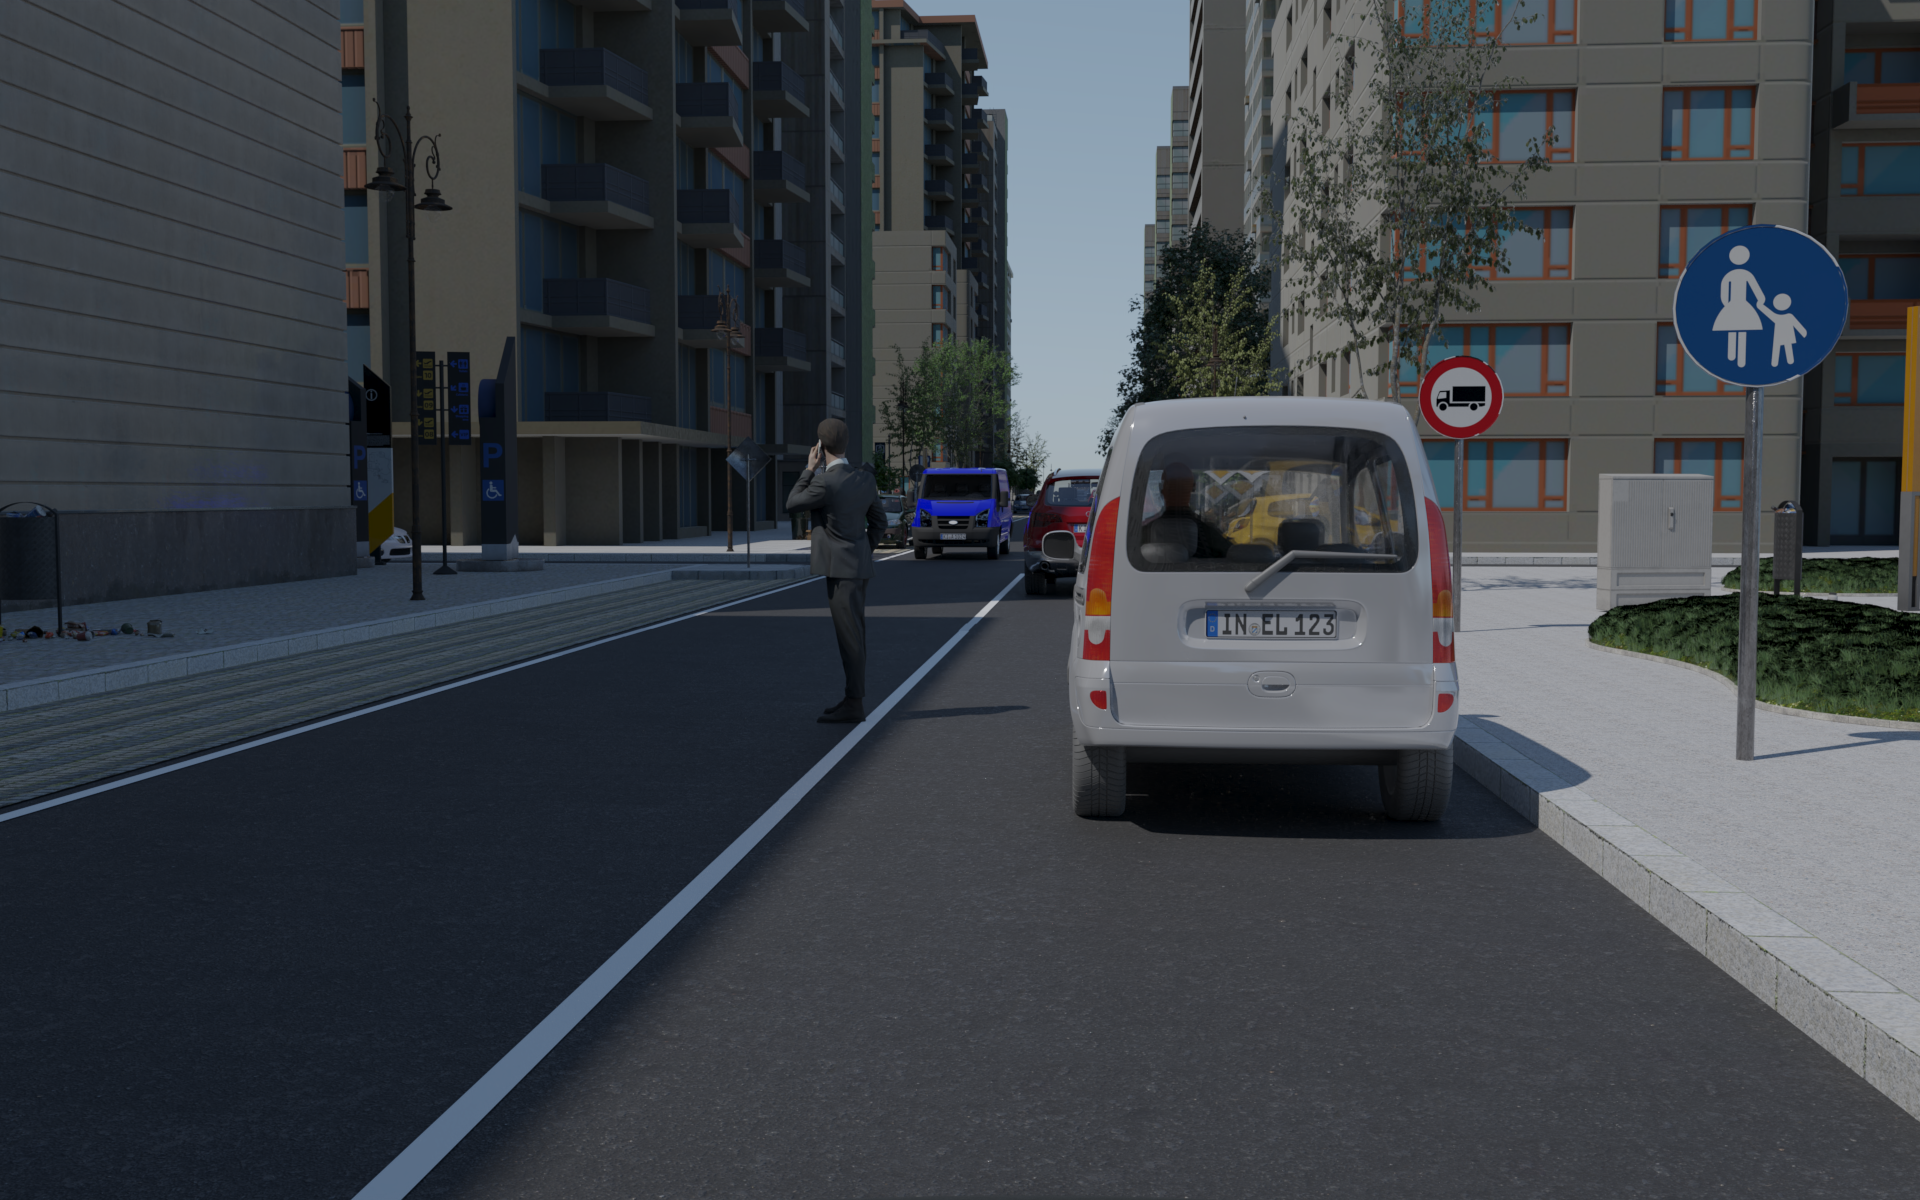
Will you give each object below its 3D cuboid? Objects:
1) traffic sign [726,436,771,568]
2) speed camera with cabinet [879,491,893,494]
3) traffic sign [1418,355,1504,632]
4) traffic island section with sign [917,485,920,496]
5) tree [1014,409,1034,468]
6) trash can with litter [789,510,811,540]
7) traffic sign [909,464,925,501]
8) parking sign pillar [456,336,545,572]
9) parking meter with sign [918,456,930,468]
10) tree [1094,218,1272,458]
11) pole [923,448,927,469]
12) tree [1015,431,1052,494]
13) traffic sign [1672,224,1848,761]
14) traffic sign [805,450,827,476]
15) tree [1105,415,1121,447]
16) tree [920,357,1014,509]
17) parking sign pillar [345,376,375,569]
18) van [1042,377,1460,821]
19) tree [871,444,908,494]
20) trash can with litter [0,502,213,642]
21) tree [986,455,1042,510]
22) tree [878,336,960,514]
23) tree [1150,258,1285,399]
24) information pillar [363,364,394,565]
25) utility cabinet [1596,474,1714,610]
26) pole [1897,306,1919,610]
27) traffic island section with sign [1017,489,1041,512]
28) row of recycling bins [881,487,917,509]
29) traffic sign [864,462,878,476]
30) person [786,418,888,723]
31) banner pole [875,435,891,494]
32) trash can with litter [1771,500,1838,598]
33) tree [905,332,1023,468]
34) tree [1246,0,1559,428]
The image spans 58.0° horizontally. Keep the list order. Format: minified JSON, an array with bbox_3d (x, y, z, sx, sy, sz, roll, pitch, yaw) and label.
[{"bbox_3d":[-3.676,-1.617,30.087,0.795,2.450,0.064,0,4,5],"label":"traffic sign"},{"bbox_3d":[-4.685,-7.106,110.525,0.660,3.252,2.038,2,4,32],"label":"speed camera with cabinet"},{"bbox_3d":[4.609,-0.973,16.015,0.768,2.556,0.104,0,4,5],"label":"traffic sign"},{"bbox_3d":[-1.161,-3.157,60.248,1.989,1.847,2.006,0,4,5],"label":"traffic island section with sign"},{"bbox_3d":[4.472,-12.276,151.067,4.360,8.622,3.978,0,3,0],"label":"tree"},{"bbox_3d":[-4.244,-2.254,48.236,1.055,1.170,0.624,2,4,34],"label":"trash can with litter"},{"bbox_3d":[-1.809,-4.503,73.728,0.768,2.556,0.104,1,4,9],"label":"traffic sign"},{"bbox_3d":[-7.737,-2.482,29.056,1.447,3.967,1.447,0,4,-6],"label":"parking sign pillar"},{"bbox_3d":[-1.524,-4.974,77.592,0.543,3.016,1.738,0,4,-6],"label":"parking meter with sign"},{"bbox_3d":[10.393,-9.484,72.077,9.611,12.733,9.660,0,3,0],"label":"tree"},{"bbox_3d":[-1.537,-5.035,76.170,0.158,3.312,0.155,0,3,0],"label":"pole"},{"bbox_3d":[8.492,-15.367,201.615,4.737,8.622,4.395,0,3,0],"label":"tree"},{"bbox_3d":[3.790,-0.500,8.286,0.768,2.556,0.104,1,4,14],"label":"traffic sign"},{"bbox_3d":[-3.005,-2.104,38.044,0.795,2.450,0.064,0,4,5],"label":"traffic sign"},{"bbox_3d":[20.058,-16.507,195.640,9.928,11.665,9.643,0,3,0],"label":"tree"},{"bbox_3d":[-0.155,-8.737,93.209,4.360,8.622,3.978,0,3,0],"label":"tree"},{"bbox_3d":[-10.973,-2.546,30.107,1.447,3.967,1.447,1,4,19],"label":"parking sign pillar"},{"bbox_3d":[1.418,-0.122,9.015,2.013,2.044,4.112,0,4,4],"label":"van"},{"bbox_3d":[-3.072,-4.373,66.096,1.663,3.219,1.824,0,3,0],"label":"tree"},{"bbox_3d":[-7.914,-0.268,15.437,2.233,1.210,1.678,-1,4,-12],"label":"trash can with litter"},{"bbox_3d":[3.542,-9.585,140.429,4.285,4.588,4.351,0,3,0],"label":"tree"},{"bbox_3d":[-2.092,-8.009,81.306,4.737,8.622,4.395,0,3,0],"label":"tree"},{"bbox_3d":[8.132,-6.410,55.164,4.737,8.622,4.395,0,3,0],"label":"tree"},{"bbox_3d":[-10.481,-2.437,31.199,0.504,3.616,0.183,0,4,-3],"label":"information pillar"},{"bbox_3d":[7.568,-0.622,18.850,1.173,1.500,0.318,-1,4,-8],"label":"utility cabinet"},{"bbox_3d":[10.427,-1.535,18.941,0.158,3.312,0.155,0,3,0],"label":"pole"},{"bbox_3d":[5.330,-7.861,137.156,1.989,1.847,2.006,0,4,5],"label":"traffic island section with sign"},{"bbox_3d":[-4.210,-6.120,107.167,3.534,1.692,1.069,1,4,15],"label":"row of recycling bins"},{"bbox_3d":[-3.316,-3.698,61.646,0.795,2.450,0.064,1,4,10],"label":"traffic sign"},{"bbox_3d":[-0.784,-0.187,10.922,0.474,1.900,0.648,2,4,24],"label":"person"},{"bbox_3d":[-3.219,-5.095,73.325,0.863,3.779,0.401,0,4,5],"label":"banner pole"},{"bbox_3d":[9.263,-0.518,19.522,1.678,1.210,2.233,0,4,2],"label":"trash can with litter"},{"bbox_3d":[0.088,-11.286,110.287,9.928,11.665,9.643,0,3,0],"label":"tree"},{"bbox_3d":[5.737,-4.404,22.370,4.360,8.622,3.978,0,3,0],"label":"tree"}]
